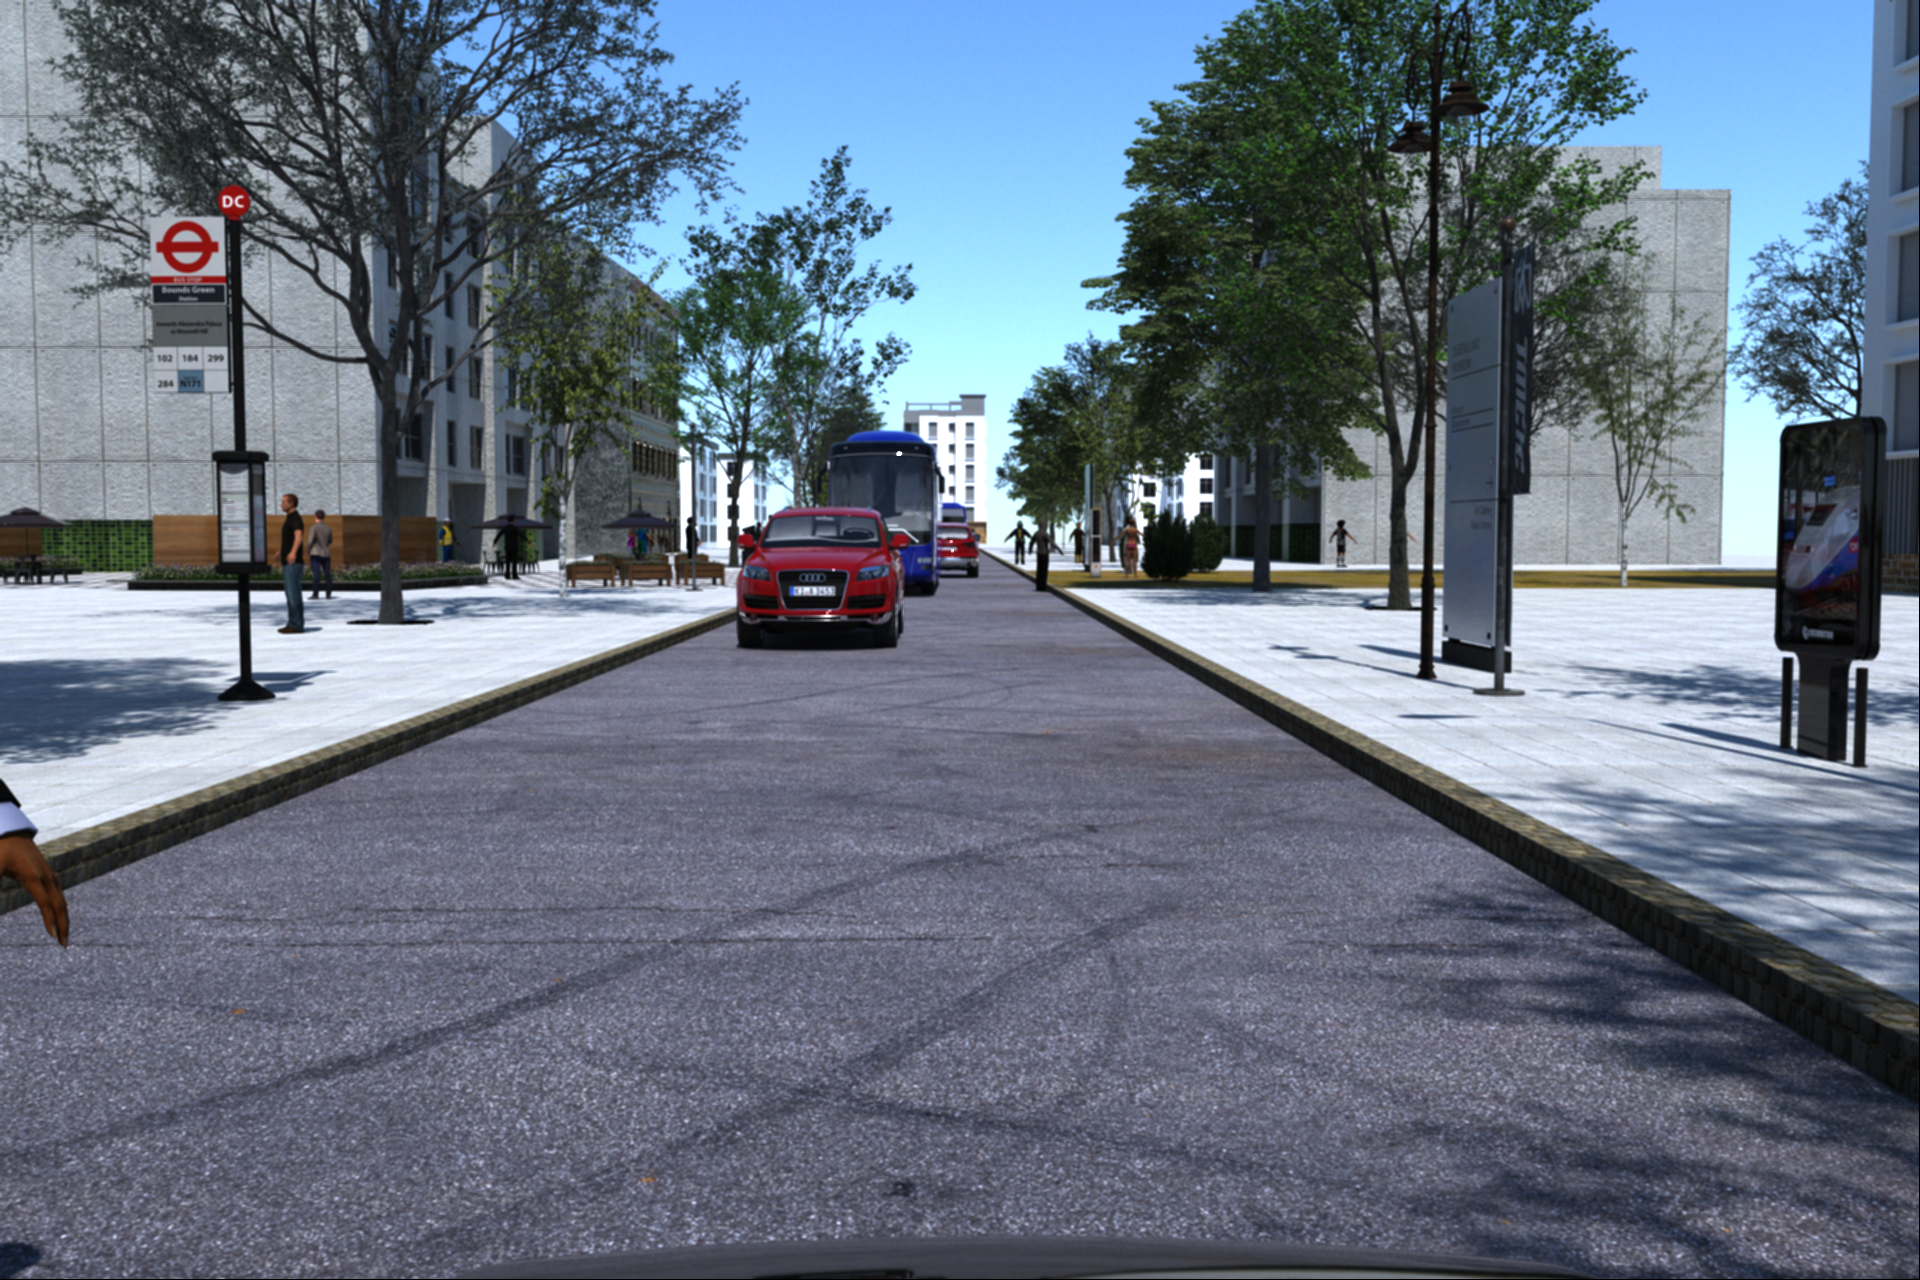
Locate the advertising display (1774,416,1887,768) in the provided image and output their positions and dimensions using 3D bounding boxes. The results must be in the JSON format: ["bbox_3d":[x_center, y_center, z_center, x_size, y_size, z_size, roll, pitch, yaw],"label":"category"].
[{"bbox_3d":[4.959,-0.288,9.916,0.123,1.923,0.974,0,4,0],"label":"advertising display"}]

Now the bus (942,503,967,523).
[{"bbox_3d":[-0.818,-8.841,136.095,2.896,3.916,12.251,0,4,0],"label":"bus"}]

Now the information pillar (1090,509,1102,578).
[{"bbox_3d":[3.961,-2.814,50.503,0.304,2.012,0.304,0,4,0],"label":"information pillar"}]

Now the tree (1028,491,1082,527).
[{"bbox_3d":[12.799,-19.150,231.223,7.486,12.596,7.792,0,3,0],"label":"tree"}]

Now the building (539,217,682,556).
[{"bbox_3d":[-28.745,-17.122,110.870,19.493,23.208,18.063,0,3,0],"label":"building"}]

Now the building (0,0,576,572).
[{"bbox_3d":[-28.144,-12.662,73.489,16.747,18.905,31.486,0,4,-1],"label":"building"}]

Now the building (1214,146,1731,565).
[{"bbox_3d":[23.551,-13.531,87.693,16.747,18.905,31.486,0,3,0],"label":"building"}]

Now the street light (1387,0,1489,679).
[{"bbox_3d":[4.153,-2.596,15.240,0.468,5.910,1.993,0,4,-1],"label":"street light"}]

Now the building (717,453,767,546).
[{"bbox_3d":[-25.932,-15.351,193.132,9.099,9.664,28.070,0,4,0],"label":"building"}]

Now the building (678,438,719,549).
[{"bbox_3d":[-26.996,-13.419,161.545,9.099,9.664,28.070,0,4,-1],"label":"building"}]

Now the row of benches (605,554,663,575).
[{"bbox_3d":[-9.961,-2.296,53.010,1.422,0.672,4.104,-2,4,-28],"label":"row of benches"}]

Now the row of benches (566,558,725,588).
[{"bbox_3d":[-7.825,-1.664,42.665,4.104,0.672,1.422,-2,4,-31],"label":"row of benches"}]

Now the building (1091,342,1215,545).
[{"bbox_3d":[25.233,-22.836,204.296,19.493,23.208,18.063,0,4,0],"label":"building"}]

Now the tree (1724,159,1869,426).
[{"bbox_3d":[29.103,-8.850,55.073,12.009,13.543,11.850,0,3,0],"label":"tree"}]

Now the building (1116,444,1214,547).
[{"bbox_3d":[21.564,-14.275,175.549,9.099,9.664,28.070,0,4,0],"label":"building"}]

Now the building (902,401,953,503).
[{"bbox_3d":[-7.529,-23.168,237.673,11.380,20.090,16.016,0,4,-4],"label":"building"}]

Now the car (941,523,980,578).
[{"bbox_3d":[-0.428,-3.051,58.552,2.281,1.827,5.304,0,4,-1],"label":"car"}]

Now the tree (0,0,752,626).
[{"bbox_3d":[-8.098,-6.978,24.465,12.009,13.543,11.850,0,3,0],"label":"tree"}]

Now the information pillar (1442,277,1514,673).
[{"bbox_3d":[4.994,-1.552,16.692,0.184,3.620,1.656,0,4,-1],"label":"information pillar"}]

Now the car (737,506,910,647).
[{"bbox_3d":[-1.811,-0.912,23.589,2.281,1.827,5.304,0,4,0],"label":"car"}]

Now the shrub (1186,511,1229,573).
[{"bbox_3d":[7.925,-3.219,56.667,1.661,2.075,1.752,0,3,0],"label":"shrub"}]

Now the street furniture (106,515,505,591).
[{"bbox_3d":[-15.418,-2.103,41.231,11.010,1.723,9.812,0,4,7],"label":"street furniture"}]

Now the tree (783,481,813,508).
[{"bbox_3d":[-21.095,-17.257,232.518,4.360,8.622,3.978,0,3,0],"label":"tree"}]

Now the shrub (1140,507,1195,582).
[{"bbox_3d":[5.612,-2.595,46.843,1.690,2.028,1.600,0,3,0],"label":"shrub"}]

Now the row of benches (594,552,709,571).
[{"bbox_3d":[-10.793,-2.733,60.151,4.104,0.672,1.422,-2,4,-26],"label":"row of benches"}]

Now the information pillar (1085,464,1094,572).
[{"bbox_3d":[4.378,-4.115,58.599,0.184,3.620,1.656,0,4,-1],"label":"information pillar"}]

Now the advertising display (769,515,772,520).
[{"bbox_3d":[-6.351,-3.264,58.588,0.123,1.923,0.974,0,4,1],"label":"advertising display"}]

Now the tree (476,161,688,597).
[{"bbox_3d":[-7.896,-5.181,35.076,4.737,8.622,4.395,0,3,0],"label":"tree"}]

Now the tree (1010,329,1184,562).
[{"bbox_3d":[6.764,-8.833,78.831,8.767,10.594,7.601,-3,4,-39],"label":"tree"}]

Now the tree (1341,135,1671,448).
[{"bbox_3d":[16.218,-8.732,53.140,12.009,13.543,11.850,0,3,0],"label":"tree"}]

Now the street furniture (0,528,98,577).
[{"bbox_3d":[-31.369,-2.754,51.883,11.010,1.723,9.812,1,4,8],"label":"street furniture"}]

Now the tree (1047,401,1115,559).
[{"bbox_3d":[6.223,-8.586,90.739,4.737,8.622,4.395,0,3,0],"label":"tree"}]

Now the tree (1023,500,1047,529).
[{"bbox_3d":[10.884,-17.605,238.196,4.737,8.622,4.395,0,3,0],"label":"tree"}]

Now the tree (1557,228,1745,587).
[{"bbox_3d":[16.213,-5.625,42.326,4.360,8.622,3.978,0,3,0],"label":"tree"}]

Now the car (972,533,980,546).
[{"bbox_3d":[0.402,-6.700,119.131,1.945,1.707,3.694,0,4,-1],"label":"car"}]

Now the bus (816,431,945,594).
[{"bbox_3d":[-1.784,-3.258,44.821,2.896,3.916,12.251,0,3,0],"label":"bus"}]

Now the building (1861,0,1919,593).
[{"bbox_3d":[25.575,-11.048,37.061,16.016,20.090,11.380,0,4,-1],"label":"building"}]
